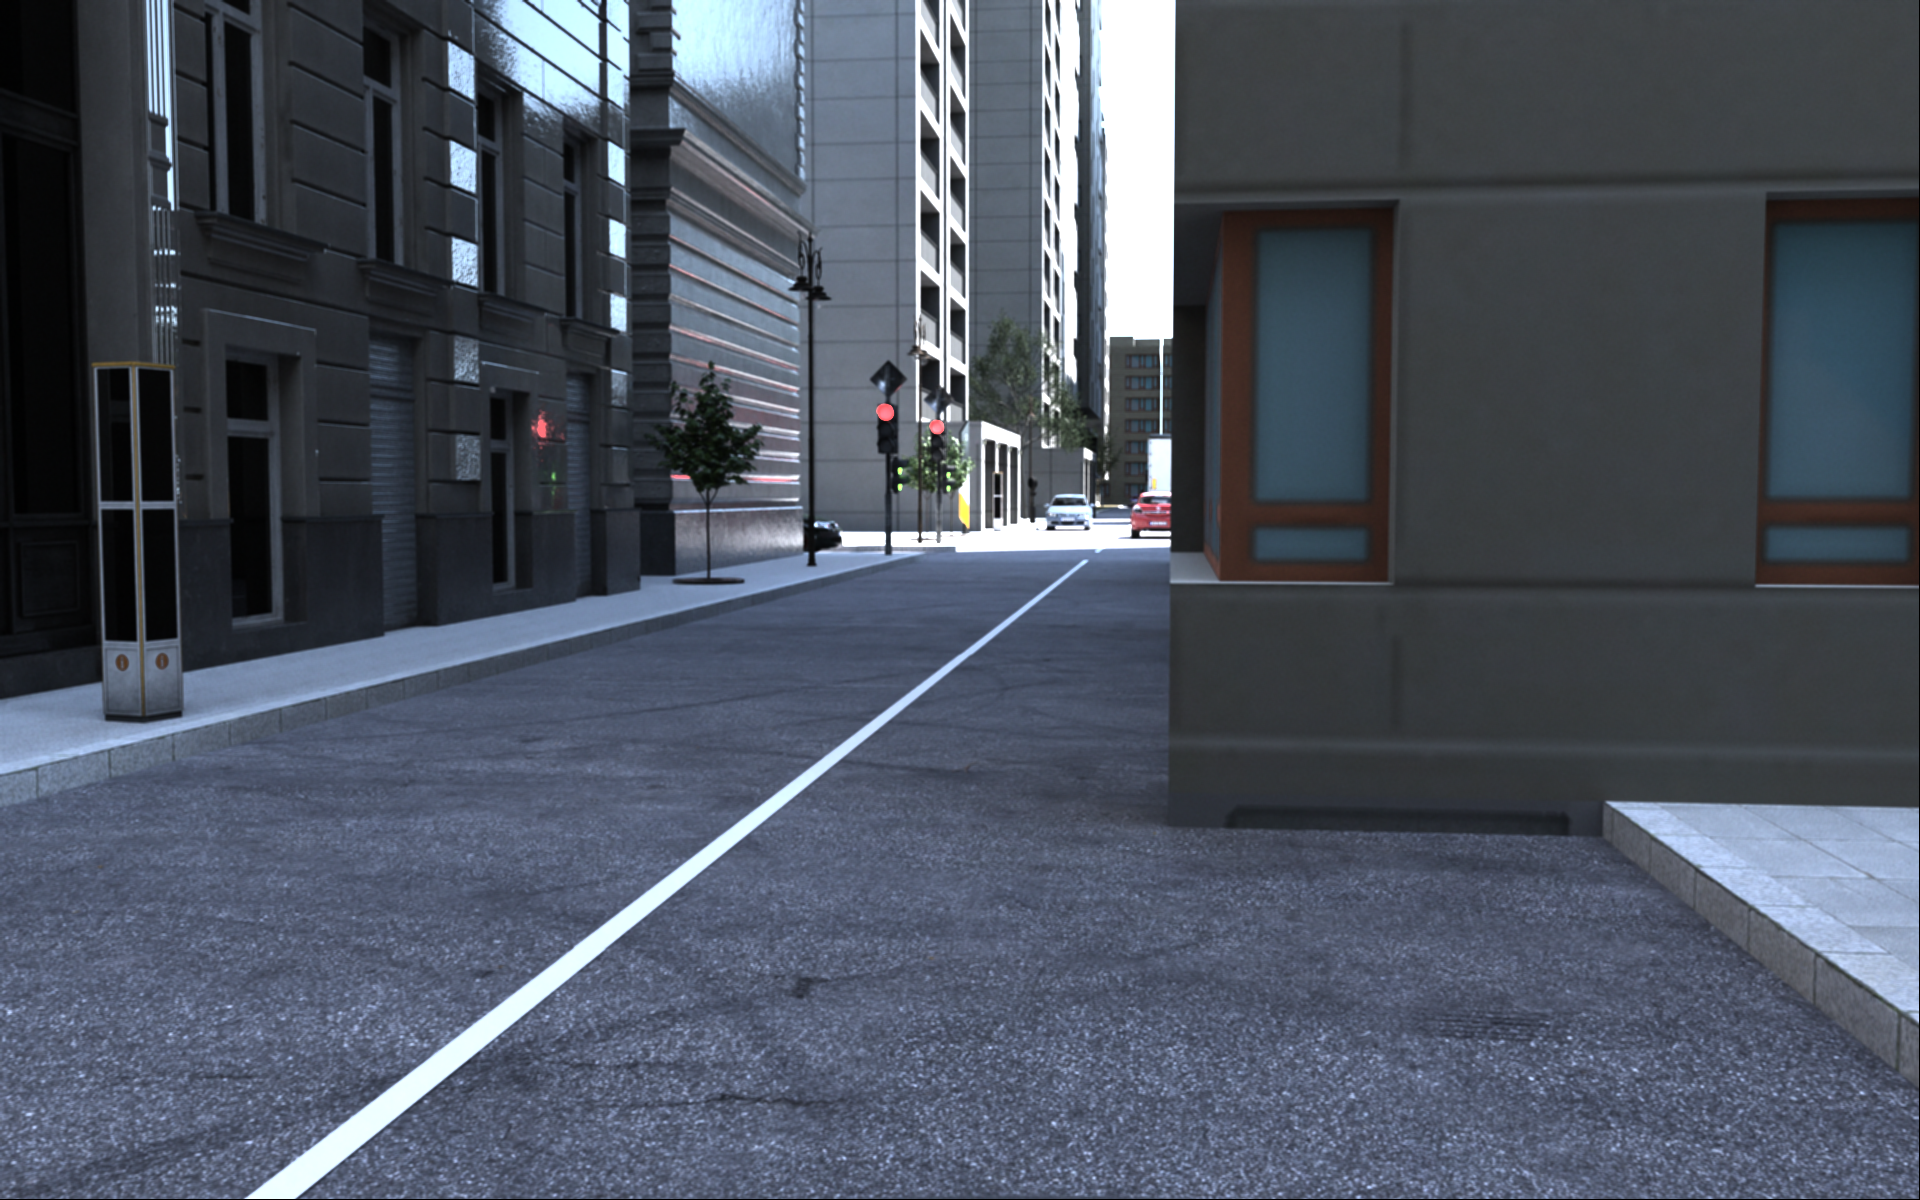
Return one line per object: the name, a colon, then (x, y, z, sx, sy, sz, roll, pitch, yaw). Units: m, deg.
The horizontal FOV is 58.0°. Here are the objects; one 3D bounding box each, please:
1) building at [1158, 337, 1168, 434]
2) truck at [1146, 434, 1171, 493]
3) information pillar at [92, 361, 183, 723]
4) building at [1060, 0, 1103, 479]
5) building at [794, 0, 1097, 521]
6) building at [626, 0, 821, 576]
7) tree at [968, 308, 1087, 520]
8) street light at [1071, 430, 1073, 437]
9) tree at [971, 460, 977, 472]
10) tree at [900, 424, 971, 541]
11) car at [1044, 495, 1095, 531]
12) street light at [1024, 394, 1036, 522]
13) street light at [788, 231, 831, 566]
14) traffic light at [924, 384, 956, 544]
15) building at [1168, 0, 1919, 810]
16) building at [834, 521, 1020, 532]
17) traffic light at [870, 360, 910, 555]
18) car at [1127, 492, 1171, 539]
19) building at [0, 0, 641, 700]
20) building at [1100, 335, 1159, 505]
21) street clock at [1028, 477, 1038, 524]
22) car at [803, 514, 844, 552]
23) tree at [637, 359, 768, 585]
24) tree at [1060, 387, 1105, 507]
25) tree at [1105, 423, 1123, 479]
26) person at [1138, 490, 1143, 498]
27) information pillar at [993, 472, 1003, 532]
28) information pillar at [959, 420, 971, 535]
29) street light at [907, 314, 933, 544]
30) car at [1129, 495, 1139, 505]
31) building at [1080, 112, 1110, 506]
building: (39.410, -22.515, 213.160, 28.899, 21.520, 27.650, 0, 4, 7)
truck: (10.675, -5.976, 86.614, 2.839, 4.237, 11.283, 0, 4, 7)
information pillar: (-4.653, -0.326, 9.815, 0.304, 2.012, 0.304, 1, 4, 20)
building: (-0.708, -34.955, 160.754, 28.713, 52.752, 27.495, 0, 4, 7)
building: (-2.363, -40.502, 100.465, 20.563, 71.187, 20.611, 0, 4, 7)
building: (-13.058, -12.442, 32.297, 19.941, 23.489, 11.050, 0, 4, 7)
tree: (2.951, -9.339, 87.112, 7.601, 10.594, 8.767, 1, 4, 11)
street light: (7.369, -8.576, 113.009, 0.468, 5.910, 1.993, 0, 4, 7)
tree: (-0.391, -3.492, 51.689, 1.663, 3.219, 1.824, 0, 3, 0)
tree: (-0.784, -3.246, 47.677, 1.663, 3.219, 1.824, 0, 3, 0)
car: (4.380, -3.494, 69.126, 2.014, 1.417, 4.499, 0, 4, 6)
street light: (3.224, -6.490, 78.897, 0.468, 5.910, 1.993, 0, 4, 7)
street light: (-2.645, -3.544, 30.740, 0.468, 5.910, 1.993, 0, 4, 7)
traffic light: (-0.527, -3.386, 44.289, 0.839, 4.253, 0.868, 0, 4, 7)
building: (16.363, -10.667, 19.443, 27.650, 21.520, 28.899, 0, 4, 7)
building: (-8.147, -38.495, 67.638, 20.563, 71.187, 20.611, 0, 4, 7)
traffic light: (-1.491, -2.902, 36.362, 0.839, 4.253, 0.868, 0, 4, 7)
car: (6.548, -2.925, 56.861, 2.155, 1.783, 4.494, 0, 4, 7)
building: (-11.333, -13.073, 11.007, 12.463, 27.353, 25.104, 0, 4, 7)
building: (10.592, -22.764, 217.227, 28.899, 21.520, 27.650, 0, 4, 7)
street clock: (3.154, -4.312, 75.070, 0.358, 2.002, 0.471, -2, 4, -26)
car: (-4.898, -1.938, 41.473, 4.222, 1.686, 2.009, 0, 4, 7)
tree: (-3.507, -1.853, 24.894, 1.663, 3.219, 1.824, 0, 3, 0)
tree: (7.191, -10.151, 116.327, 4.737, 8.622, 4.395, 0, 3, 0)
tree: (14.609, -13.868, 177.111, 4.737, 8.622, 4.395, 0, 3, 0)
person: (18.691, -10.366, 177.612, 0.705, 1.869, 1.348, -3, 5, -45)
information pillar: (1.277, -3.295, 58.367, 0.304, 2.012, 0.304, 0, 4, 6)
information pillar: (0.134, -3.876, 54.724, 0.183, 3.616, 0.504, 2, 4, 31)
street light: (-1.031, -4.392, 44.596, 0.468, 5.910, 1.993, 0, 4, 7)
car: (19.536, -10.864, 190.210, 1.945, 1.354, 3.894, 0, 4, 6)
building: (9.142, -30.856, 188.090, 14.086, 41.232, 14.154, 0, 4, 7)
